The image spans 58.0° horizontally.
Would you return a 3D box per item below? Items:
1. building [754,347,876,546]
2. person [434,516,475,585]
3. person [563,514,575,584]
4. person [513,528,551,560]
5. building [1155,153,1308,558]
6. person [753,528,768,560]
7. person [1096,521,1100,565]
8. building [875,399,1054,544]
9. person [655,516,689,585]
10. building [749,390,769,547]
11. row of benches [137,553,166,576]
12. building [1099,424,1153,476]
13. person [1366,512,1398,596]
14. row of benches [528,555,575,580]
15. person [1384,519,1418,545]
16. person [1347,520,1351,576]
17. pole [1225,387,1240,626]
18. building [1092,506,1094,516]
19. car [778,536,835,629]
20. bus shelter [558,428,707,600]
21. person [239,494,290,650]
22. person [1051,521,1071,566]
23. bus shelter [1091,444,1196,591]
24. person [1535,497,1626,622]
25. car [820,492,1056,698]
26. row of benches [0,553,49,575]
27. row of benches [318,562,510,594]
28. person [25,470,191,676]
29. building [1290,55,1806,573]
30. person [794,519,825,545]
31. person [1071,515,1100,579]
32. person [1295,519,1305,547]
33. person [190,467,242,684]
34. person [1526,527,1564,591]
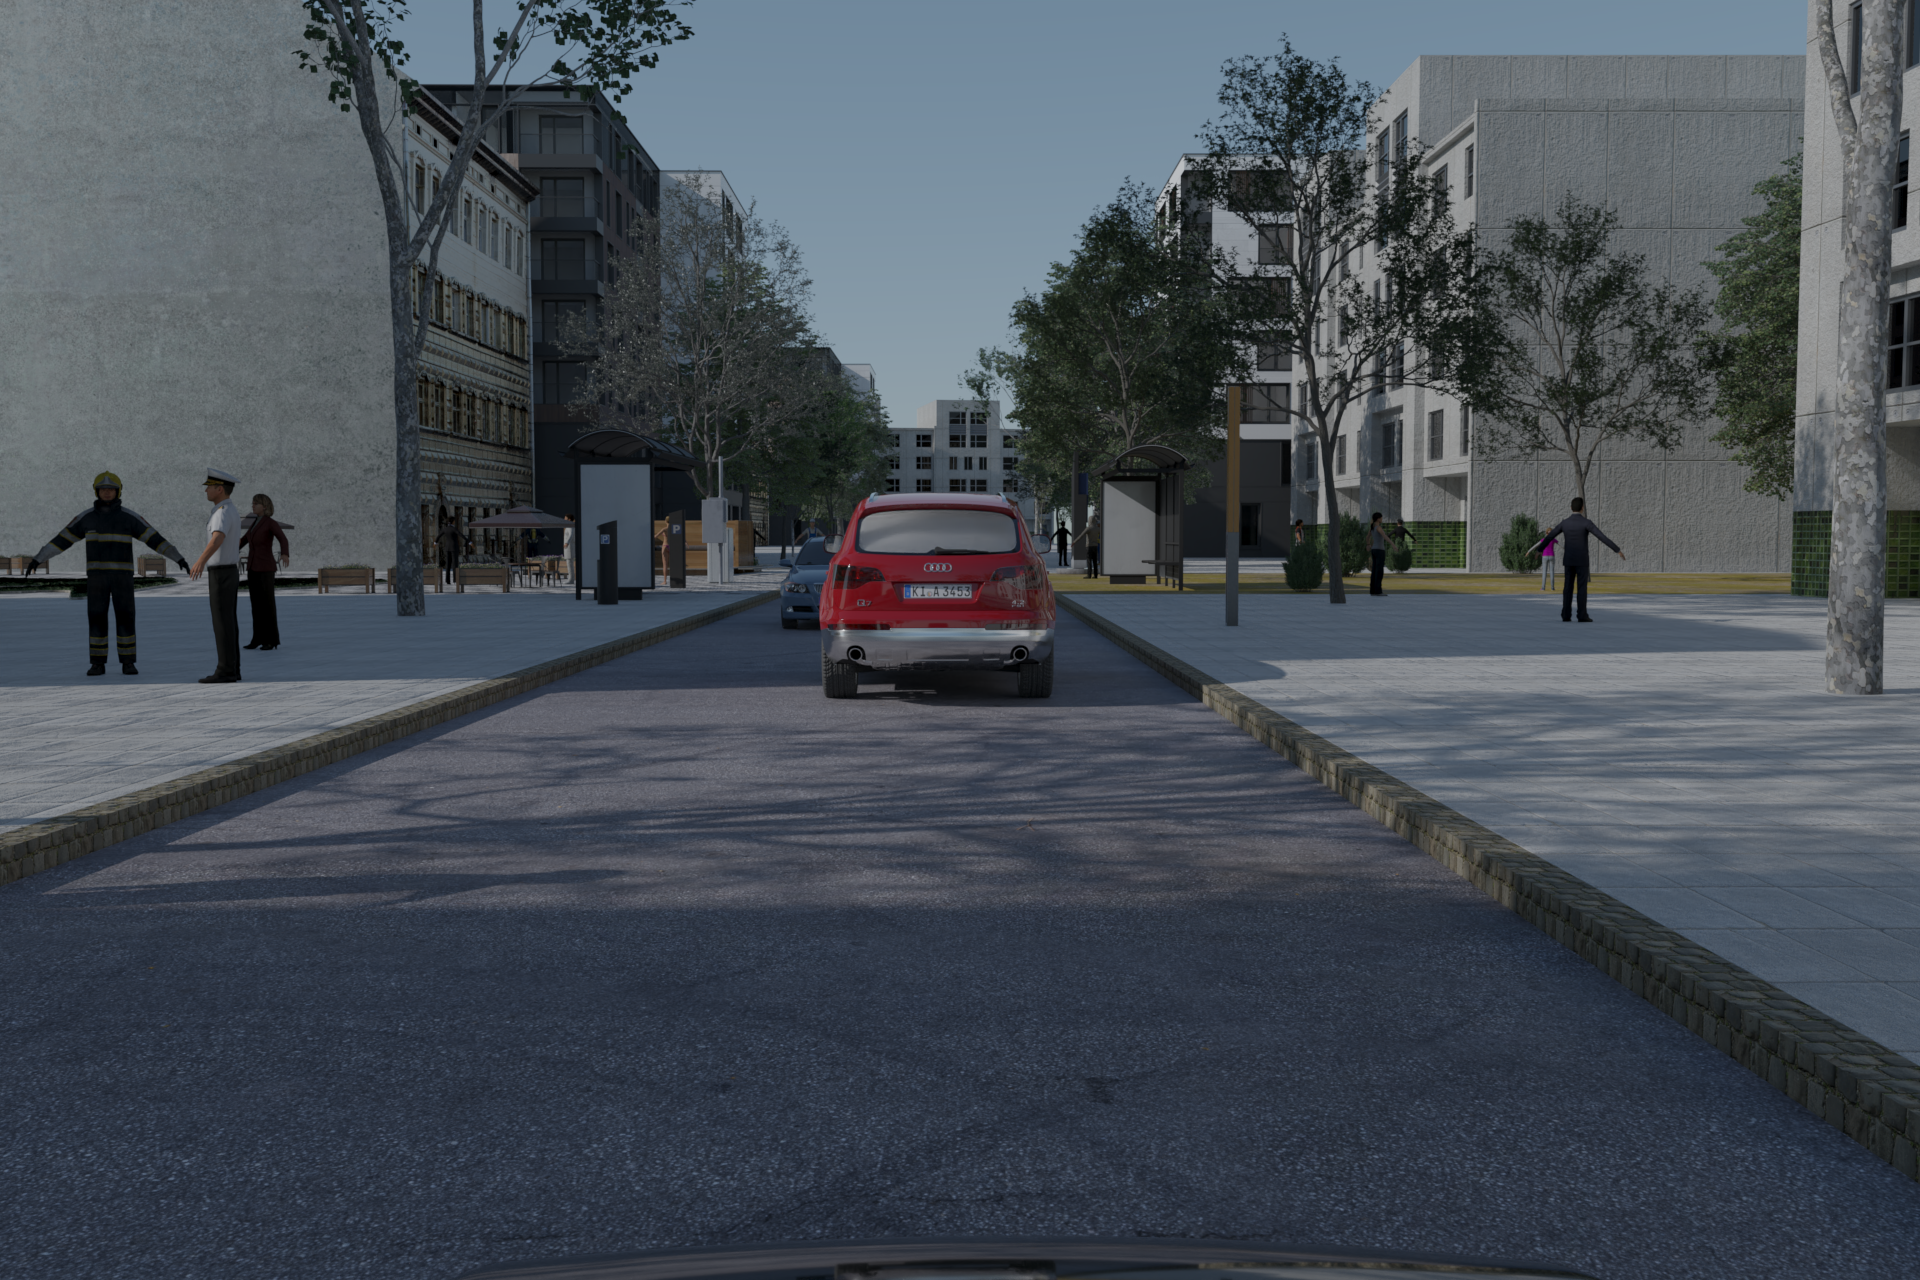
[{"bbox_3d":[-24.701,-22.113,205.520,27.936,21.610,32.646,0,3,0],"label":"building"},{"bbox_3d":[-12.848,-2.277,43.952,1.216,1.740,0.721,1,4,20],"label":"person"},{"bbox_3d":[-10.070,-2.349,44.591,0.705,1.806,1.347,-1,4,-12],"label":"person"},{"bbox_3d":[-15.624,-3.518,63.295,1.354,1.856,0.705,-2,4,-25],"label":"person"},{"bbox_3d":[25.933,-16.245,109.575,27.936,21.610,32.646,0,3,0],"label":"building"},{"bbox_3d":[-8.290,-3.825,68.756,1.346,1.802,0.704,-2,4,-28],"label":"person"},{"bbox_3d":[5.730,-3.990,71.212,0.705,1.833,1.349,0,4,4],"label":"person"},{"bbox_3d":[-4.537,-22.337,234.129,31.486,18.905,16.747,-1,4,-10],"label":"building"},{"bbox_3d":[-7.429,-2.275,44.005,1.217,1.733,0.721,-2,4,-34],"label":"person"},{"bbox_3d":[-29.809,-21.087,175.699,19.493,23.208,18.063,0,4,0],"label":"building"},{"bbox_3d":[-25.132,-2.346,53.822,1.422,0.672,4.104,-2,4,-27],"label":"row of benches"},{"bbox_3d":[24.296,-21.172,177.090,19.493,23.208,18.063,0,3,0],"label":"building"},{"bbox_3d":[8.722,-1.778,35.875,0.721,1.737,1.217,-1,4,-15],"label":"person"},{"bbox_3d":[-10.835,-2.026,48.588,4.104,0.672,1.422,3,5,45],"label":"row of benches"},{"bbox_3d":[16.038,-3.502,63.194,1.347,1.837,0.705,0,4,2],"label":"person"},{"bbox_3d":[11.968,-2.897,53.643,0.705,1.796,1.348,0,4,6],"label":"person"},{"bbox_3d":[3.798,-1.851,24.112,0.158,3.312,0.155,0,3,0],"label":"pole"},{"bbox_3d":[21.069,-15.956,203.032,9.099,9.664,28.070,0,4,0],"label":"building"},{"bbox_3d":[-1.853,-0.962,27.728,2.014,1.417,4.499,0,4,-1],"label":"car"},{"bbox_3d":[-6.682,-2.575,36.021,2.014,3.302,5.546,0,4,1],"label":"bus shelter"},{"bbox_3d":[-7.782,-0.755,19.146,1.215,1.729,0.721,2,4,35],"label":"person"},{"bbox_3d":[4.137,-3.853,69.182,1.347,1.806,0.705,2,4,32],"label":"person"},{"bbox_3d":[4.336,-2.924,41.725,2.014,3.302,5.546,0,4,1],"label":"bus shelter"},{"bbox_3d":[9.005,-1.176,25.270,1.345,1.823,0.704,3,5,42],"label":"person"},{"bbox_3d":[-0.217,-0.490,16.684,2.281,1.827,5.304,0,4,-1],"label":"car"},{"bbox_3d":[-30.136,-2.337,53.668,1.422,0.672,4.104,1,4,18],"label":"row of benches"},{"bbox_3d":[-11.742,-1.355,37.621,4.104,0.672,1.422,0,4,-7],"label":"row of benches"},{"bbox_3d":[-7.731,-0.611,15.755,1.351,1.858,0.704,-1,4,-23],"label":"person"},{"bbox_3d":[25.323,-12.617,72.742,16.747,18.905,31.486,0,3,0],"label":"building"},{"bbox_3d":[-5.376,-3.503,63.135,1.347,1.847,0.705,-1,4,-10],"label":"person"},{"bbox_3d":[3.765,-2.662,49.659,1.348,1.813,0.705,-2,4,-34],"label":"person"},{"bbox_3d":[12.272,-3.442,62.427,0.704,1.843,1.345,1,4,15],"label":"person"},{"bbox_3d":[-6.409,-0.563,14.996,0.704,1.855,1.343,-1,4,-13],"label":"person"},{"bbox_3d":[13.390,-1.844,39.411,0.991,1.433,0.599,1,4,13],"label":"person"}]
